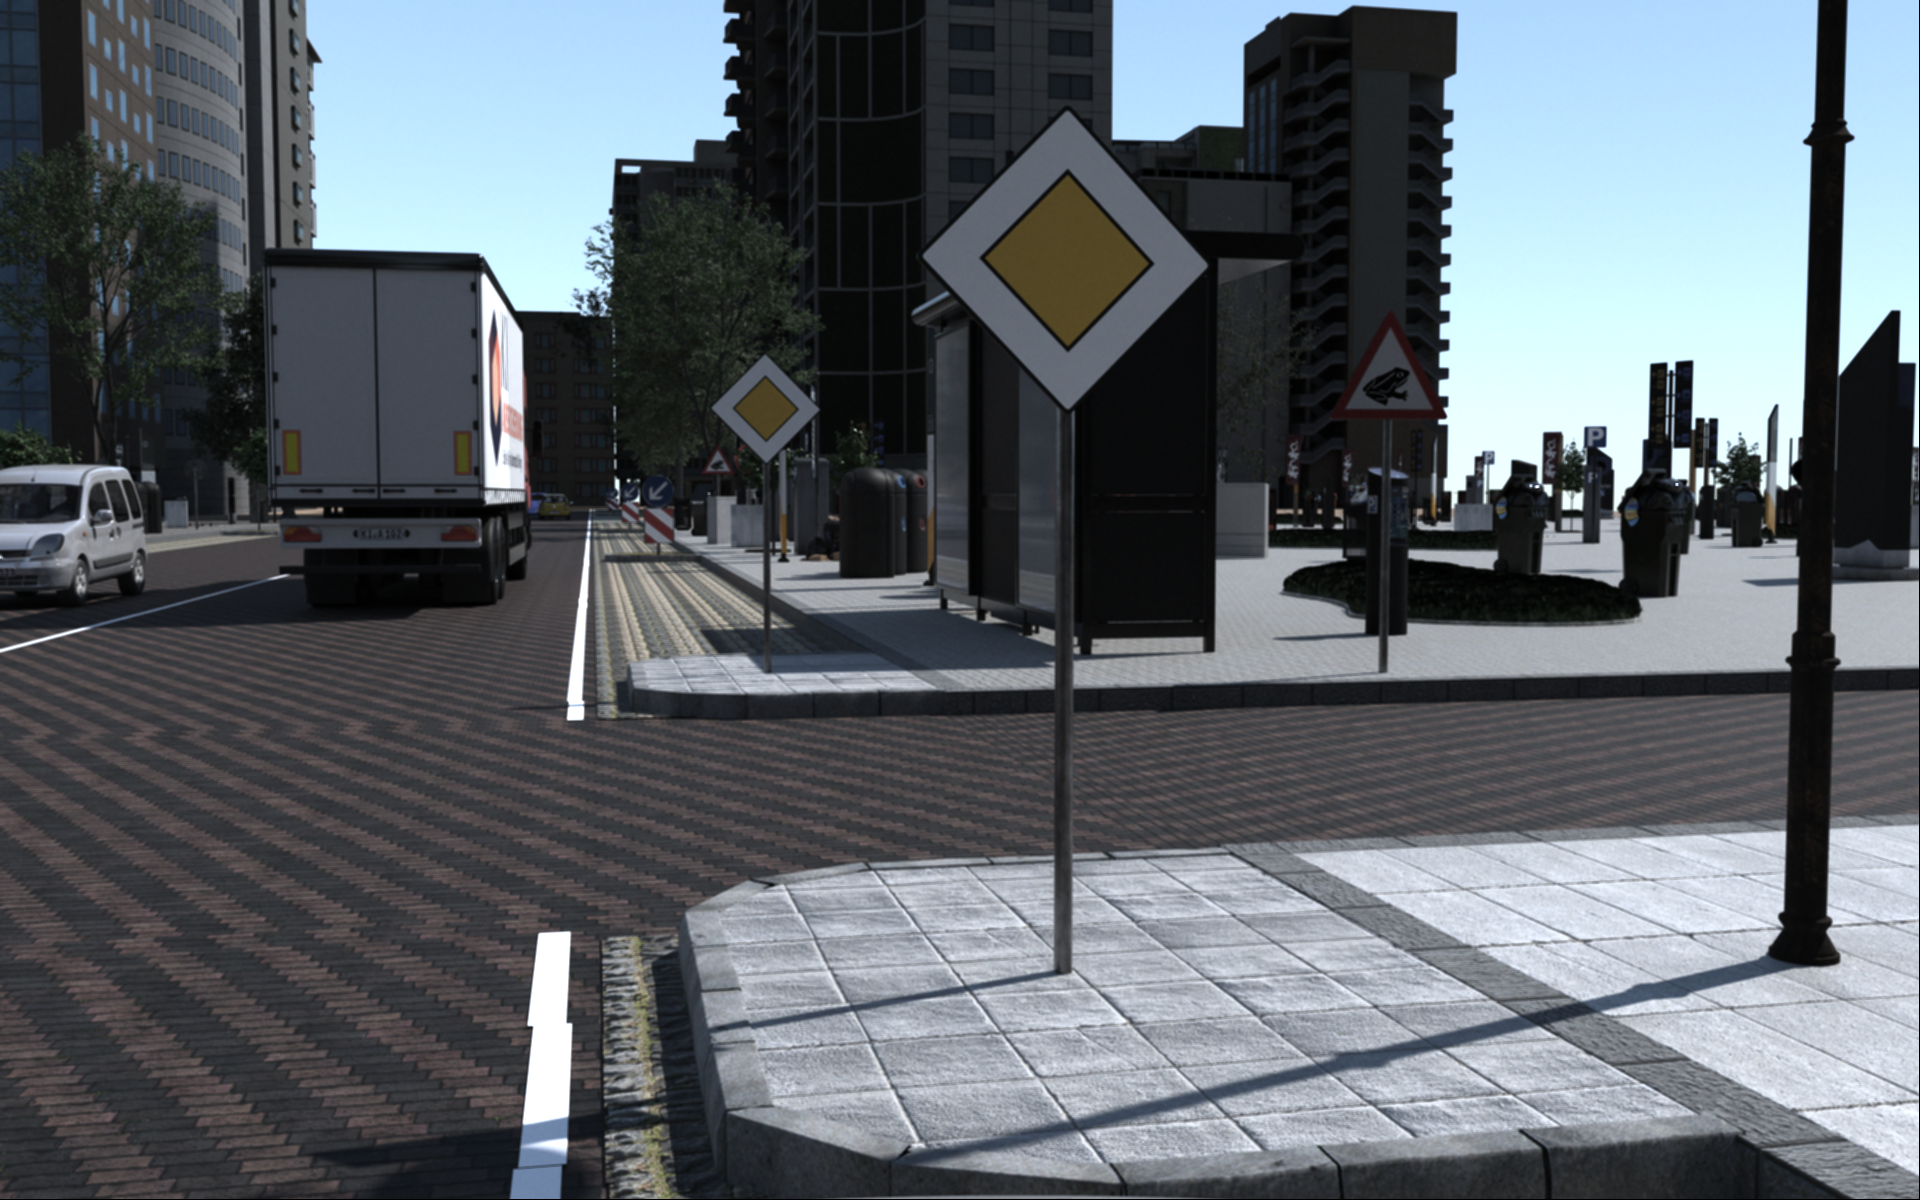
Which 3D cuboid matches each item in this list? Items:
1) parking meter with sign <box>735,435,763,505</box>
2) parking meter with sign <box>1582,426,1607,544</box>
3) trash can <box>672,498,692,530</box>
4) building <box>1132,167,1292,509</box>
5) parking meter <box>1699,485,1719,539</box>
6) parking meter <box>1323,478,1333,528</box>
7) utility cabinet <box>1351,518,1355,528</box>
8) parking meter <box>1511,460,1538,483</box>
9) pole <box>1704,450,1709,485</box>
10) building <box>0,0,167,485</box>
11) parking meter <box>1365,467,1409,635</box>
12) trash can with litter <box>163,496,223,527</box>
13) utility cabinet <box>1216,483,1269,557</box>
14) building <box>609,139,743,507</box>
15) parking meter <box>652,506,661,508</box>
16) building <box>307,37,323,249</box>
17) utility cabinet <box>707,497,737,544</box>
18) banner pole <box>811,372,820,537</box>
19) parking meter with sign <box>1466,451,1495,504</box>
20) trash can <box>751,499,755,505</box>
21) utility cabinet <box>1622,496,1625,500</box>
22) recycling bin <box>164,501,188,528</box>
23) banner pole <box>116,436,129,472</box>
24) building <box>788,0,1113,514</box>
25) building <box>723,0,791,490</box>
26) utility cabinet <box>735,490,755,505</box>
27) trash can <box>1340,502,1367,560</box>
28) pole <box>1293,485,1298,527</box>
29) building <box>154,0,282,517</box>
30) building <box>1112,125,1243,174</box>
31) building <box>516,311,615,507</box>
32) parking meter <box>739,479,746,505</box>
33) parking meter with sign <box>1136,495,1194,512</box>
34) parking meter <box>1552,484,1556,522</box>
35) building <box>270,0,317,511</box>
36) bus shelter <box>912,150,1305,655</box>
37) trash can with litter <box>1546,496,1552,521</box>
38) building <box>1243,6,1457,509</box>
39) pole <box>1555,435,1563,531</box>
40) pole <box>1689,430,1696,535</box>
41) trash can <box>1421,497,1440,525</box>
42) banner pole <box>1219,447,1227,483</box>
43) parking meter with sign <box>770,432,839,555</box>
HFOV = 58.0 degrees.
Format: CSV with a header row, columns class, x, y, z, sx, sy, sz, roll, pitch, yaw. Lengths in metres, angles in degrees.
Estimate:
class,x,y,z,sx,sy,sz,roll,pitch,yaw
parking meter with sign,-5.146,-3.078,46.583,1.738,3.016,0.543,-1,4,-11
parking meter with sign,16.594,-3.005,45.396,0.543,3.016,1.738,1,4,18
trash can,-9.786,-3.029,61.177,0.748,1.137,0.748,0,3,0
building,20.819,-23.575,157.153,14.107,30.474,14.160,-1,4,-12
parking meter,21.275,-2.501,49.304,0.372,1.533,0.369,0,3,0
parking meter,13.586,-3.563,63.971,0.255,1.863,0.399,0,4,-7
utility cabinet,13.013,-2.721,55.647,0.306,1.237,1.020,-3,4,-38
parking meter,9.546,-1.444,29.318,0.255,1.863,0.399,-3,5,-42
pole,34.312,-5.247,79.634,0.158,3.312,0.155,0,3,0
building,-49.346,-26.699,86.640,14.600,45.320,14.200,-1,4,-12
parking meter,3.911,-0.455,15.849,0.372,1.533,0.369,0,3,0
trash can with litter,-30.385,-3.518,68.572,2.233,1.210,1.678,-2,4,-28
utility cabinet,5.597,-1.599,34.823,1.173,1.500,0.318,2,4,26
building,-26.595,-30.642,192.872,23.993,40.220,32.217,-1,4,-12
parking meter,-13.372,-4.156,76.354,0.372,1.533,0.369,0,3,0
building,-80.030,-36.120,179.800,27.495,52.752,28.713,-1,4,-12
utility cabinet,-6.124,-2.041,44.539,0.306,1.237,1.020,2,4,23
banner pole,-2.959,-2.772,35.336,0.401,3.779,0.863,0,4,6
parking meter with sign,21.071,-4.562,70.846,0.543,3.016,1.738,-1,4,-20
trash can,-6.221,-2.606,54.260,0.748,1.137,0.748,0,3,0
utility cabinet,28.633,-3.878,74.559,0.306,1.237,1.020,1,4,20
recycling bin,-29.734,-3.250,65.695,0.722,1.027,0.722,-2,4,-34
banner pole,-35.966,-5.161,74.393,0.401,3.779,0.863,3,5,45
building,-2.478,-41.504,116.846,20.563,71.187,20.611,-1,4,-12
building,-7.698,-29.796,141.789,22.147,44.769,28.867,-1,4,-12
utility cabinet,-10.502,-4.676,85.128,1.173,1.500,0.318,2,4,32
trash can,7.611,-1.307,33.020,0.748,1.137,0.748,0,3,0
pole,12.991,-4.471,66.949,0.158,3.312,0.155,0,3,0
building,-56.115,-34.550,106.892,21.231,58.520,28.212,-1,4,-12
building,22.747,-31.263,194.737,14.086,41.232,14.154,-1,4,-12
building,-52.148,-20.883,186.471,28.899,21.520,27.650,-1,4,-12
parking meter,-8.336,-3.710,66.374,0.255,1.863,0.399,-1,4,-15
parking meter with sign,3.824,-2.330,34.356,1.738,3.016,0.543,1,4,9
parking meter,27.400,-4.512,79.482,0.255,1.863,0.399,-3,5,-43
building,-63.193,-31.242,134.515,21.600,48.544,21.300,-1,4,-12
bus shelter,0.854,-2.469,17.993,2.179,5.291,8.768,-1,4,-12
trash can with litter,27.986,-4.311,81.870,0.624,1.170,1.055,2,4,35
building,34.976,-31.074,158.169,14.200,45.320,14.600,-1,4,-12
pole,20.534,-4.007,59.352,0.158,3.312,0.155,0,3,0
pole,23.195,-3.731,54.843,0.158,3.312,0.155,0,3,0
trash can,19.851,-3.758,73.099,0.748,1.137,0.748,0,3,0
banner pole,12.162,-5.569,81.075,0.863,3.779,0.401,3,4,39
parking meter with sign,-3.116,-2.457,36.439,1.738,3.016,0.543,-1,4,-17
